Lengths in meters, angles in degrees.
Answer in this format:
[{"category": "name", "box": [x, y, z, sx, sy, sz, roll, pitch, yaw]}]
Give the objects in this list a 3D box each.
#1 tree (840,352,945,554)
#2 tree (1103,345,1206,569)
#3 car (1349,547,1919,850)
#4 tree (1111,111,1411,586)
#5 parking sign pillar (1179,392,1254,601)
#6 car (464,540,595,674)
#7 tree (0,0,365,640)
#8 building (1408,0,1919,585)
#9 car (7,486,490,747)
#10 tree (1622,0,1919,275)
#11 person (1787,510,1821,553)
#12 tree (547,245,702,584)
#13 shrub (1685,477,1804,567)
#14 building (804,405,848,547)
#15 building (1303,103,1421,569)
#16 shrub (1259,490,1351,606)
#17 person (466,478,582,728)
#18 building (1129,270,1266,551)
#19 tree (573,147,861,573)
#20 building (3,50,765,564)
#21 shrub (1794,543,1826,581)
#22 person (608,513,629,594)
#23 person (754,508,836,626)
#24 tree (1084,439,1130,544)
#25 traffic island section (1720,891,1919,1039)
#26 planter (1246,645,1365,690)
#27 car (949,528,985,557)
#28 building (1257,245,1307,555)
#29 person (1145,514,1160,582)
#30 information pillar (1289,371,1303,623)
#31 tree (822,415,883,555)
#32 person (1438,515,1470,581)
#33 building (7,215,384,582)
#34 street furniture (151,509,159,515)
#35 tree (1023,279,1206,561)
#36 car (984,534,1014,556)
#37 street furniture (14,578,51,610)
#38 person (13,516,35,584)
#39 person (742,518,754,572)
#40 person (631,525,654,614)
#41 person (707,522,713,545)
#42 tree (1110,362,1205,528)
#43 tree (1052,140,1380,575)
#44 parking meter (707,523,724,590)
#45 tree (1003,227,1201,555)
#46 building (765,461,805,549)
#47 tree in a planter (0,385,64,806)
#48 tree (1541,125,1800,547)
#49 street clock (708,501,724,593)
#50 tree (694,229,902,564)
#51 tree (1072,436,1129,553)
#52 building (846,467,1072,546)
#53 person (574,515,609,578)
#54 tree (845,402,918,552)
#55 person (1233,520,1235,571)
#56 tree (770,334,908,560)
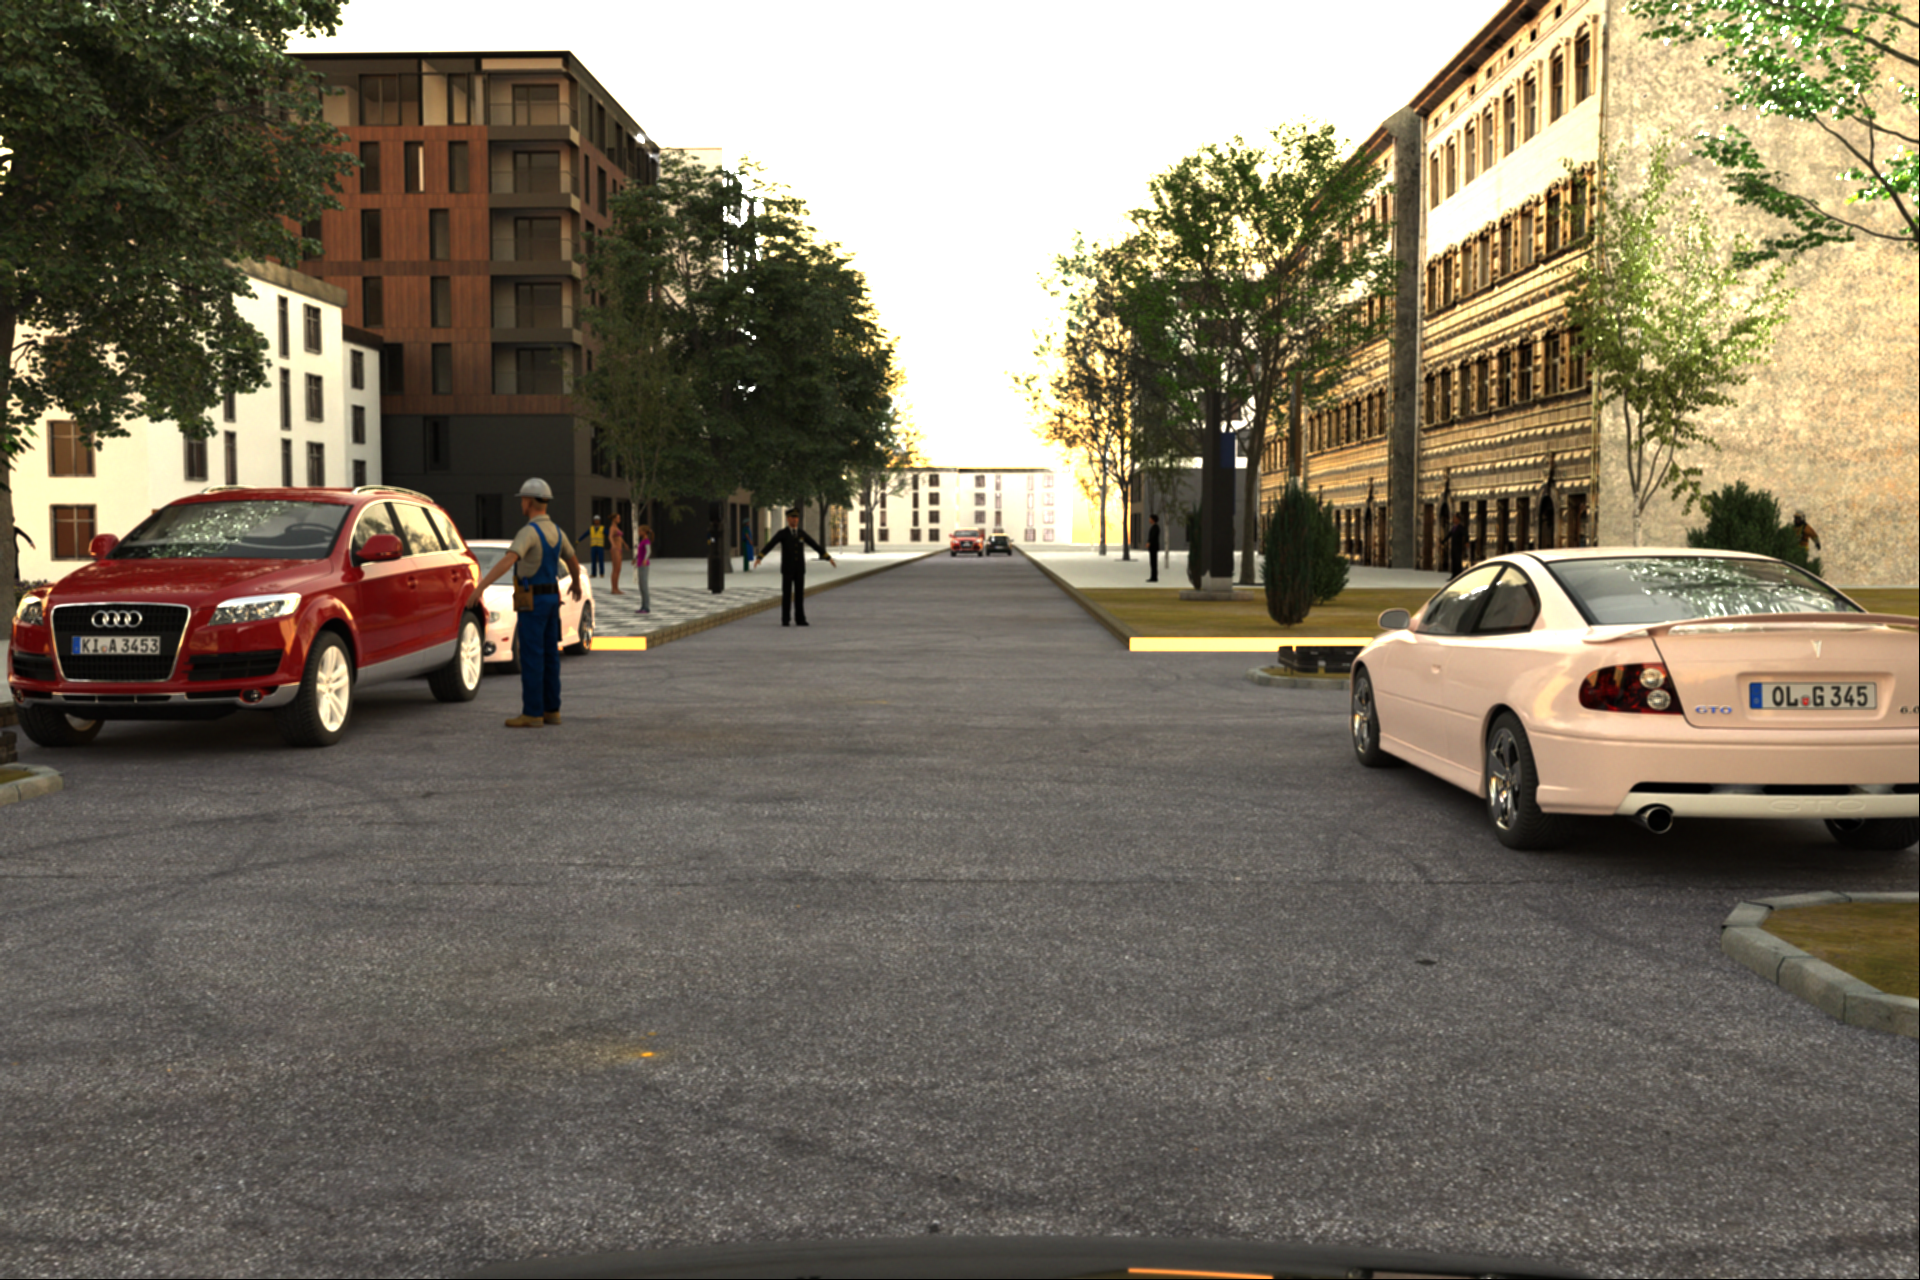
[{"category": "tree", "box": [-6.035, -12.480, 114.412, 12.009, 13.543, 11.850, 0, 3, 0]}, {"category": "tree", "box": [7.840, -6.969, 64.303, 4.360, 8.622, 3.978, 0, 3, 0]}, {"category": "car", "box": [3.399, 0.191, 9.235, 2.083, 1.381, 4.827, 0, 3, 0]}, {"category": "tree", "box": [7.358, -7.171, 43.004, 9.928, 11.665, 9.643, 0, 3, 0]}, {"category": "parking sign pillar", "box": [4.986, -2.757, 33.549, 1.447, 3.967, 1.447, 0, 4, -1]}, {"category": "car", "box": [-5.361, -0.421, 19.239, 2.083, 1.381, 4.827, 0, 4, 1]}, {"category": "tree", "box": [-11.943, -6.977, 20.725, 9.857, 13.997, 8.962, 0, 3, 0]}, {"category": "building", "box": [25.272, -13.502, 51.680, 19.493, 23.208, 18.063, 0, 4, 1]}, {"category": "car", "box": [-5.211, -0.287, 13.360, 2.281, 1.827, 5.304, 0, 4, 1]}, {"category": "tree", "box": [9.920, -5.527, 16.123, 9.928, 11.665, 9.643, 0, 3, 0]}, {"category": "person", "box": [20.147, -2.193, 41.621, 0.705, 1.858, 1.354, -1, 4, -23]}, {"category": "tree", "box": [-8.327, -5.766, 44.638, 4.360, 8.622, 3.978, 0, 3, 0]}, {"category": "shrub", "box": [10.856, -1.228, 24.116, 1.661, 2.075, 1.752, 0, 3, 0]}, {"category": "building", "box": [-22.119, -21.643, 184.784, 19.493, 23.208, 18.063, 0, 4, 2]}, {"category": "building", "box": [25.394, -14.779, 72.571, 19.493, 23.208, 18.063, 0, 4, 1]}, {"category": "shrub", "box": [6.215, -1.660, 31.178, 1.661, 2.075, 1.752, 0, 3, 0]}, {"category": "person", "box": [-3.183, -0.284, 12.956, 0.705, 1.847, 1.347, 1, 4, 22]}, {"category": "building", "box": [28.520, -18.733, 150.260, 27.936, 21.610, 32.646, 0, 4, 1]}, {"category": "tree", "box": [-7.879, -9.156, 56.358, 9.857, 13.997, 8.962, 0, 3, 0]}, {"category": "building", "box": [-26.429, -15.057, 90.164, 27.936, 21.610, 32.646, 0, 4, 2]}, {"category": "shrub", "box": [12.550, -0.922, 26.200, 1.383, 1.207, 1.383, 0, 3, 0]}, {"category": "person", "box": [-7.270, -1.847, 37.003, 0.721, 1.733, 1.217, 0, 4, 3]}, {"category": "person", "box": [-2.597, -1.141, 27.049, 1.347, 1.837, 0.705, -2, 4, -25]}, {"category": "tree", "box": [20.539, -18.868, 218.866, 12.009, 13.543, 11.850, 0, 3, 0]}, {"category": "traffic island section", "box": [3.595, 1.060, 5.538, 1.991, 0.108, 1.994, 0, 4, 1]}, {"category": "planter", "box": [3.840, 0.260, 16.893, 1.991, 0.319, 1.994, 0, 4, 1]}, {"category": "car", "box": [0.453, -6.262, 111.052, 2.281, 1.827, 5.304, 0, 4, 1]}, {"category": "building", "box": [27.455, -16.274, 97.000, 19.493, 23.208, 18.063, 0, 4, 1]}, {"category": "person", "box": [5.181, -2.470, 46.579, 0.705, 1.806, 1.347, 1, 4, 13]}, {"category": "information pillar", "box": [4.861, -2.068, 25.174, 0.183, 3.616, 0.504, 0, 4, 0]}, {"category": "tree", "box": [-7.335, -9.381, 103.742, 4.360, 8.622, 3.978, 0, 3, 0]}, {"category": "person", "box": [13.445, -2.492, 46.974, 0.704, 1.802, 1.346, -1, 4, -19]}, {"category": "building", "box": [-25.593, -7.193, 59.761, 9.099, 9.664, 28.070, 0, 4, 1]}, {"category": "street furniture", "box": [-14.989, -1.736, 35.232, 11.010, 1.723, 9.812, -2, 4, -25]}, {"category": "tree", "box": [7.969, -10.593, 83.564, 12.009, 13.543, 11.850, 0, 3, 0]}, {"category": "car", "box": [2.601, -6.512, 116.259, 2.009, 1.686, 4.222, 0, 4, 1]}, {"category": "street furniture", "box": [-14.882, -0.973, 22.761, 11.010, 1.723, 9.812, -2, 4, -29]}, {"category": "person", "box": [-22.222, -2.063, 40.453, 1.216, 1.740, 0.721, 0, 4, -5]}, {"category": "person", "box": [-7.124, -3.184, 58.178, 0.704, 1.817, 1.347, -1, 4, -12]}, {"category": "person", "box": [-5.167, -1.144, 27.963, 0.599, 1.433, 0.991, -1, 4, -21]}, {"category": "person", "box": [-7.955, -3.070, 56.652, 0.721, 1.772, 1.216, 1, 4, 18]}, {"category": "tree", "box": [7.672, -7.335, 70.295, 4.360, 8.622, 3.978, 0, 3, 0]}, {"category": "tree", "box": [7.975, -8.785, 53.998, 12.009, 13.543, 11.850, 0, 3, 0]}, {"category": "parking meter", "box": [-5.589, -1.910, 39.645, 0.372, 1.533, 0.369, 0, 3, 0]}, {"category": "tree", "box": [8.894, -15.282, 105.742, 12.611, 20.169, 13.585, 0, 3, 0]}, {"category": "building", "box": [-23.317, -17.077, 145.665, 16.747, 18.905, 31.486, 0, 4, 2]}, {"category": "tree in a planter", "box": [-6.037, -0.731, 9.174, 1.991, 3.239, 1.994, 0, 4, 1]}, {"category": "tree", "box": [12.614, -4.968, 31.594, 4.737, 8.622, 4.395, 0, 3, 0]}, {"category": "street clock", "box": [-5.261, -2.009, 37.411, 0.358, 2.002, 0.471, 0, 4, 2]}, {"category": "tree", "box": [-6.945, -10.216, 73.692, 9.857, 13.997, 8.962, 0, 3, 0]}, {"category": "tree", "box": [9.091, -10.398, 120.366, 4.360, 8.622, 3.978, 0, 3, 0]}, {"category": "building", "box": [-0.147, -16.607, 216.126, 28.070, 9.664, 9.099, 0, 4, 4]}, {"category": "person", "box": [-10.706, -2.760, 51.094, 1.349, 1.833, 0.705, 0, 4, 6]}, {"category": "tree", "box": [-6.548, -12.252, 126.076, 9.928, 11.665, 9.643, 0, 3, 0]}, {"category": "person", "box": [9.261, -3.261, 59.445, 0.705, 1.813, 1.348, 1, 4, 13]}, {"category": "tree", "box": [-6.673, -9.779, 85.637, 9.928, 11.665, 9.643, 0, 3, 0]}]
